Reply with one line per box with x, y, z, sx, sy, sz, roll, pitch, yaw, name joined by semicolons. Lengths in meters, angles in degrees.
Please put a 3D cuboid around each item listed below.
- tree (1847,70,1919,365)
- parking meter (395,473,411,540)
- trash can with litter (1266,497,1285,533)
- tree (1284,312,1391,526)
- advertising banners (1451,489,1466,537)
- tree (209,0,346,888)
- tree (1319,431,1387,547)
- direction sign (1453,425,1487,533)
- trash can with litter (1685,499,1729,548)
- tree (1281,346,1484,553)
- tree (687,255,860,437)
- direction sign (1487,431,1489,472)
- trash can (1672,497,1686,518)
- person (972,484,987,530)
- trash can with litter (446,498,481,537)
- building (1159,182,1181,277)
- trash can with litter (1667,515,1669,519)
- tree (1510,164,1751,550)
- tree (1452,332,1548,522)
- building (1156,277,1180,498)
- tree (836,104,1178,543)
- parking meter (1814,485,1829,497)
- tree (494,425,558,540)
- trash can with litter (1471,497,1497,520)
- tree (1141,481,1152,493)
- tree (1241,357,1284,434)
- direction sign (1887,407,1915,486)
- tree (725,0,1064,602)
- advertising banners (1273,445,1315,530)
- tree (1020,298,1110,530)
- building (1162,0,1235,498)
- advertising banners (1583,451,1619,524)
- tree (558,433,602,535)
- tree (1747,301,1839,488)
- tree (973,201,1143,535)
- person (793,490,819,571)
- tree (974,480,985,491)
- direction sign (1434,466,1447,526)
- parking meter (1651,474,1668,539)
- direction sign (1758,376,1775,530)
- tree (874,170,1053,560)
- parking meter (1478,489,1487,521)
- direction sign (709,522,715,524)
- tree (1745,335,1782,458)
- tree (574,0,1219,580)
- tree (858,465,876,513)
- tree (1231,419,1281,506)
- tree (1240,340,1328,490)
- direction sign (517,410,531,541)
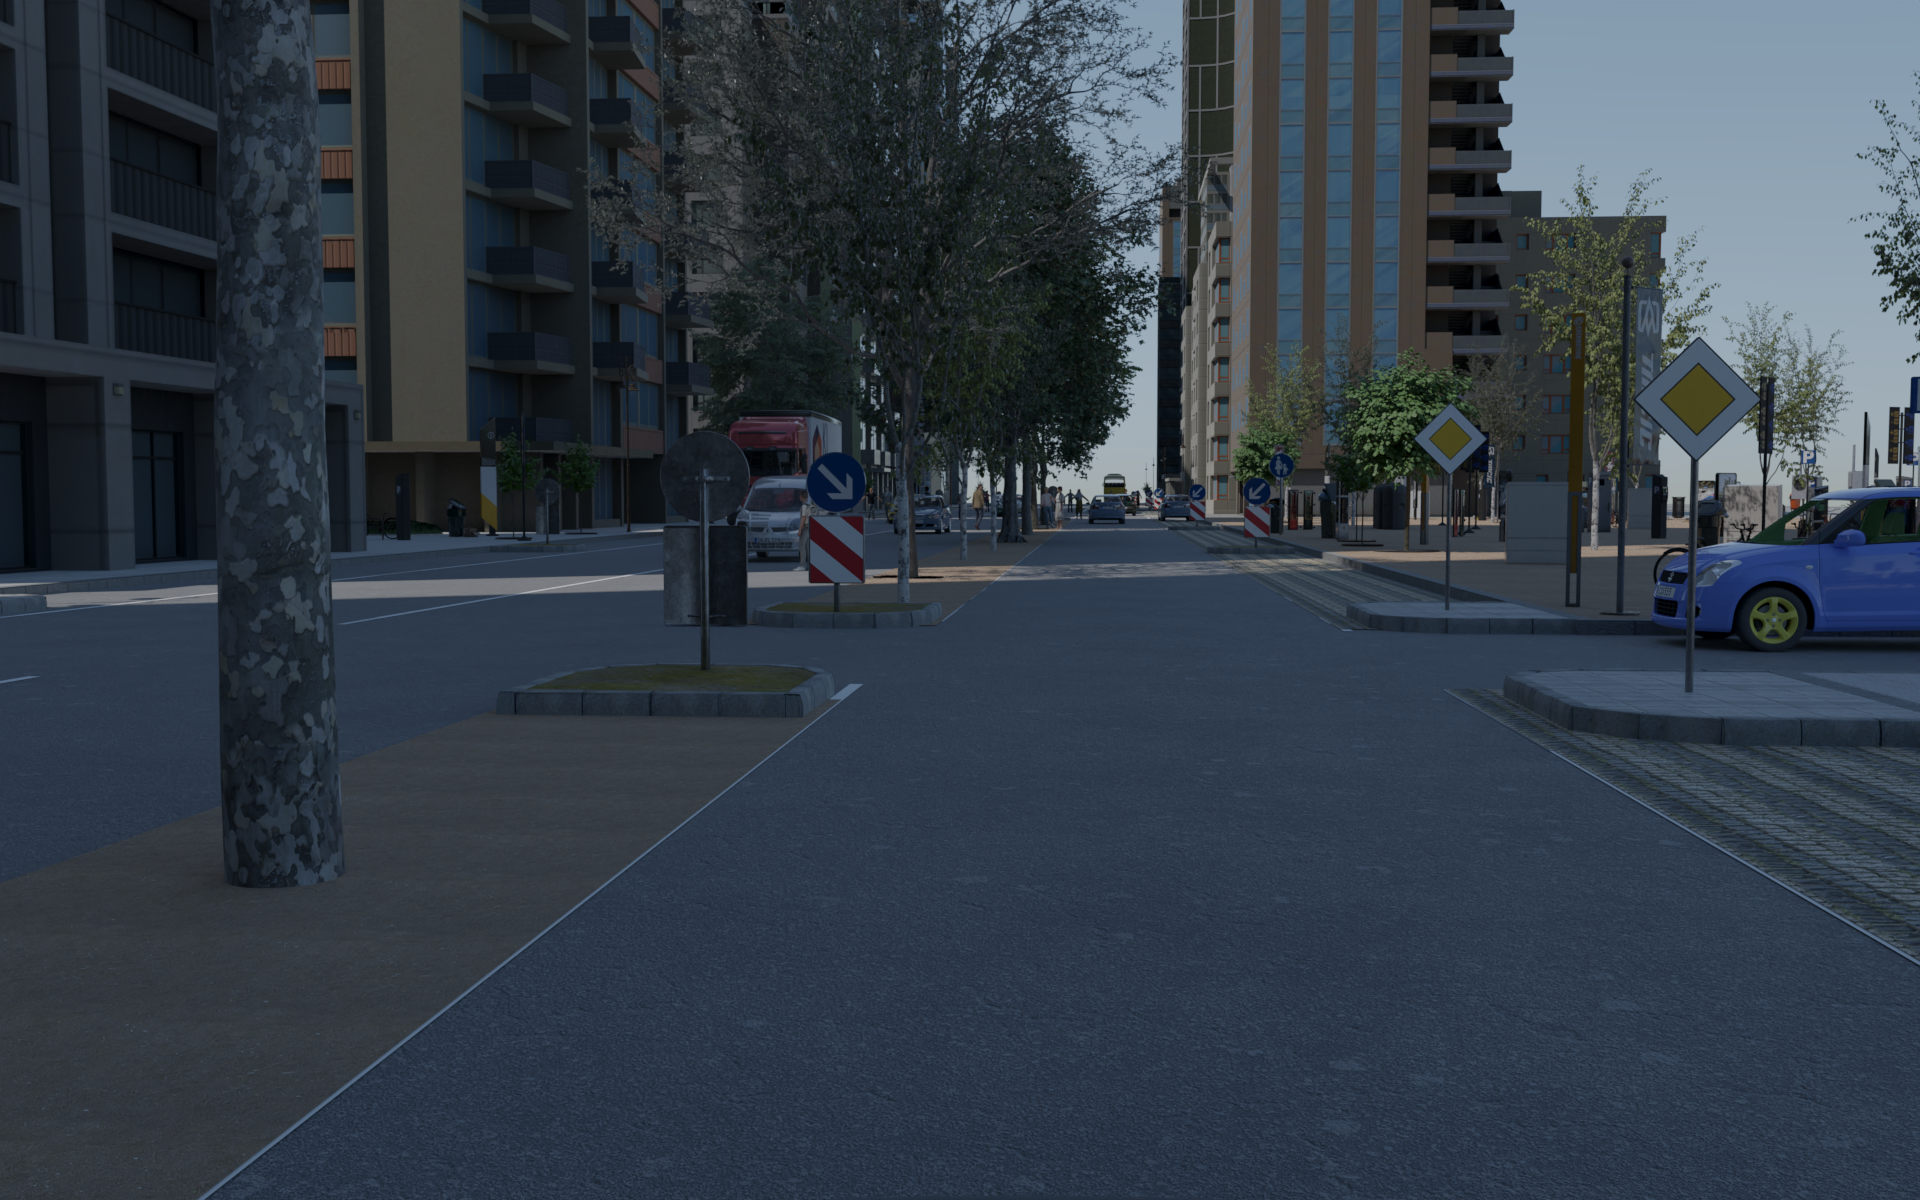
17.466;-4.866;29.914;4.360;8.622;3.978;0;3;0;tree
-15.466;-2.592;48.084;0.399;1.863;0.255;3;5;43;parking meter
10.302;-2.773;56.732;0.624;1.170;1.055;0;4;6;trash can with litter
15.703;-7.267;69.181;4.360;8.622;3.978;0;3;0;tree
14.767;-3.385;51.528;0.090;3.025;2.074;2;4;30;advertising banners
-1.380;-8.963;4.894;12.611;20.169;13.585;0;3;0;tree
9.803;-2.940;42.673;1.663;3.219;1.824;0;3;0;tree
16.727;-3.964;56.813;0.379;3.537;0.876;-2;4;-27;direction sign
15.121;-1.451;35.110;0.624;1.170;1.055;3;5;39;trash can with litter
9.873;-3.348;38.461;4.285;4.588;4.351;0;3;0;tree
-9.691;-11.268;90.883;9.857;13.997;8.962;0;3;0;tree
18.736;-4.331;62.809;0.876;3.537;0.379;3;5;40;direction sign
38.137;-4.910;91.934;0.748;1.137;0.748;0;3;0;trash can
0.759;-3.675;68.493;0.656;1.842;0.836;1;4;14;person
-14.776;-2.460;51.600;1.055;1.170;0.624;1;4;18;trash can with litter
35.131;-36.330;244.109;14.600;45.320;14.200;0;4;5;building
35.390;-4.744;88.620;1.678;1.210;2.233;-3;4;-36;trash can with litter
14.734;-5.437;39.265;4.737;8.622;4.395;0;3;0;tree
24.793;-7.926;79.955;4.360;8.622;3.978;0;3;0;tree
33.180;-28.035;230.073;14.160;30.474;14.107;0;4;5;building
1.478;-8.011;50.441;9.611;12.733;9.660;0;3;0;tree
24.859;-2.544;50.013;0.372;1.533;0.369;0;3;0;parking meter
-12.720;-3.329;49.031;1.663;3.219;1.824;0;3;0;tree
26.757;-4.665;87.332;2.233;1.210;1.678;2;4;25;trash can with litter
26.947;-15.572;249.209;1.663;3.219;1.824;0;3;0;tree
16.693;-8.474;88.912;4.360;8.622;3.978;0;3;0;tree
24.466;-3.246;45.075;0.876;3.537;0.379;-1;4;-21;direction sign
-0.704;-4.166;20.926;4.360;8.622;3.978;0;3;0;tree
11.910;-4.010;61.758;2.074;3.025;0.090;-2;4;-34;advertising banners
3.781;-9.247;79.396;9.928;11.665;9.643;0;3;0;tree
35.433;-47.278;211.252;20.563;71.187;20.611;0;4;5;building
25.767;-4.550;70.581;2.074;3.025;0.090;-1;4;-9;advertising banners
-12.223;-3.702;55.131;1.663;3.219;1.824;0;3;0;tree
30.617;-7.041;65.483;4.737;8.622;4.395;0;3;0;tree
2.405;-8.508;59.685;7.486;12.596;7.792;0;3;0;tree
-2.890;-1.297;32.298;0.523;1.515;0.503;-1;4;-14;person
2.838;-14.511;231.852;1.663;3.219;1.824;0;3;0;tree
19.672;-4.802;70.517;0.876;3.537;0.379;0;4;4;direction sign
20.149;-2.701;49.874;0.255;1.863;0.399;-2;4;-28;parking meter
15.595;-2.542;33.552;0.379;3.537;0.876;3;5;40;direction sign
0.056;-5.188;37.648;4.737;8.622;4.395;0;3;0;tree
25.197;-4.592;83.487;0.372;1.533;0.369;0;3;0;parking meter
-10.807;-5.073;74.945;0.379;3.537;0.876;2;4;29;direction sign
36.217;-7.573;74.177;4.360;8.622;3.978;0;3;0;tree
-0.896;-7.111;29.092;12.009;13.543;11.850;0;3;0;tree
-6.485;-7.440;116.242;1.663;3.219;1.824;0;3;0;tree
13.315;-5.617;75.559;4.285;4.588;4.351;0;3;0;tree
15.484;-8.071;82.317;4.737;8.622;4.395;0;3;0;tree
-11.944;-3.387;47.369;0.379;3.537;0.876;-1;4;-9;direction sign
